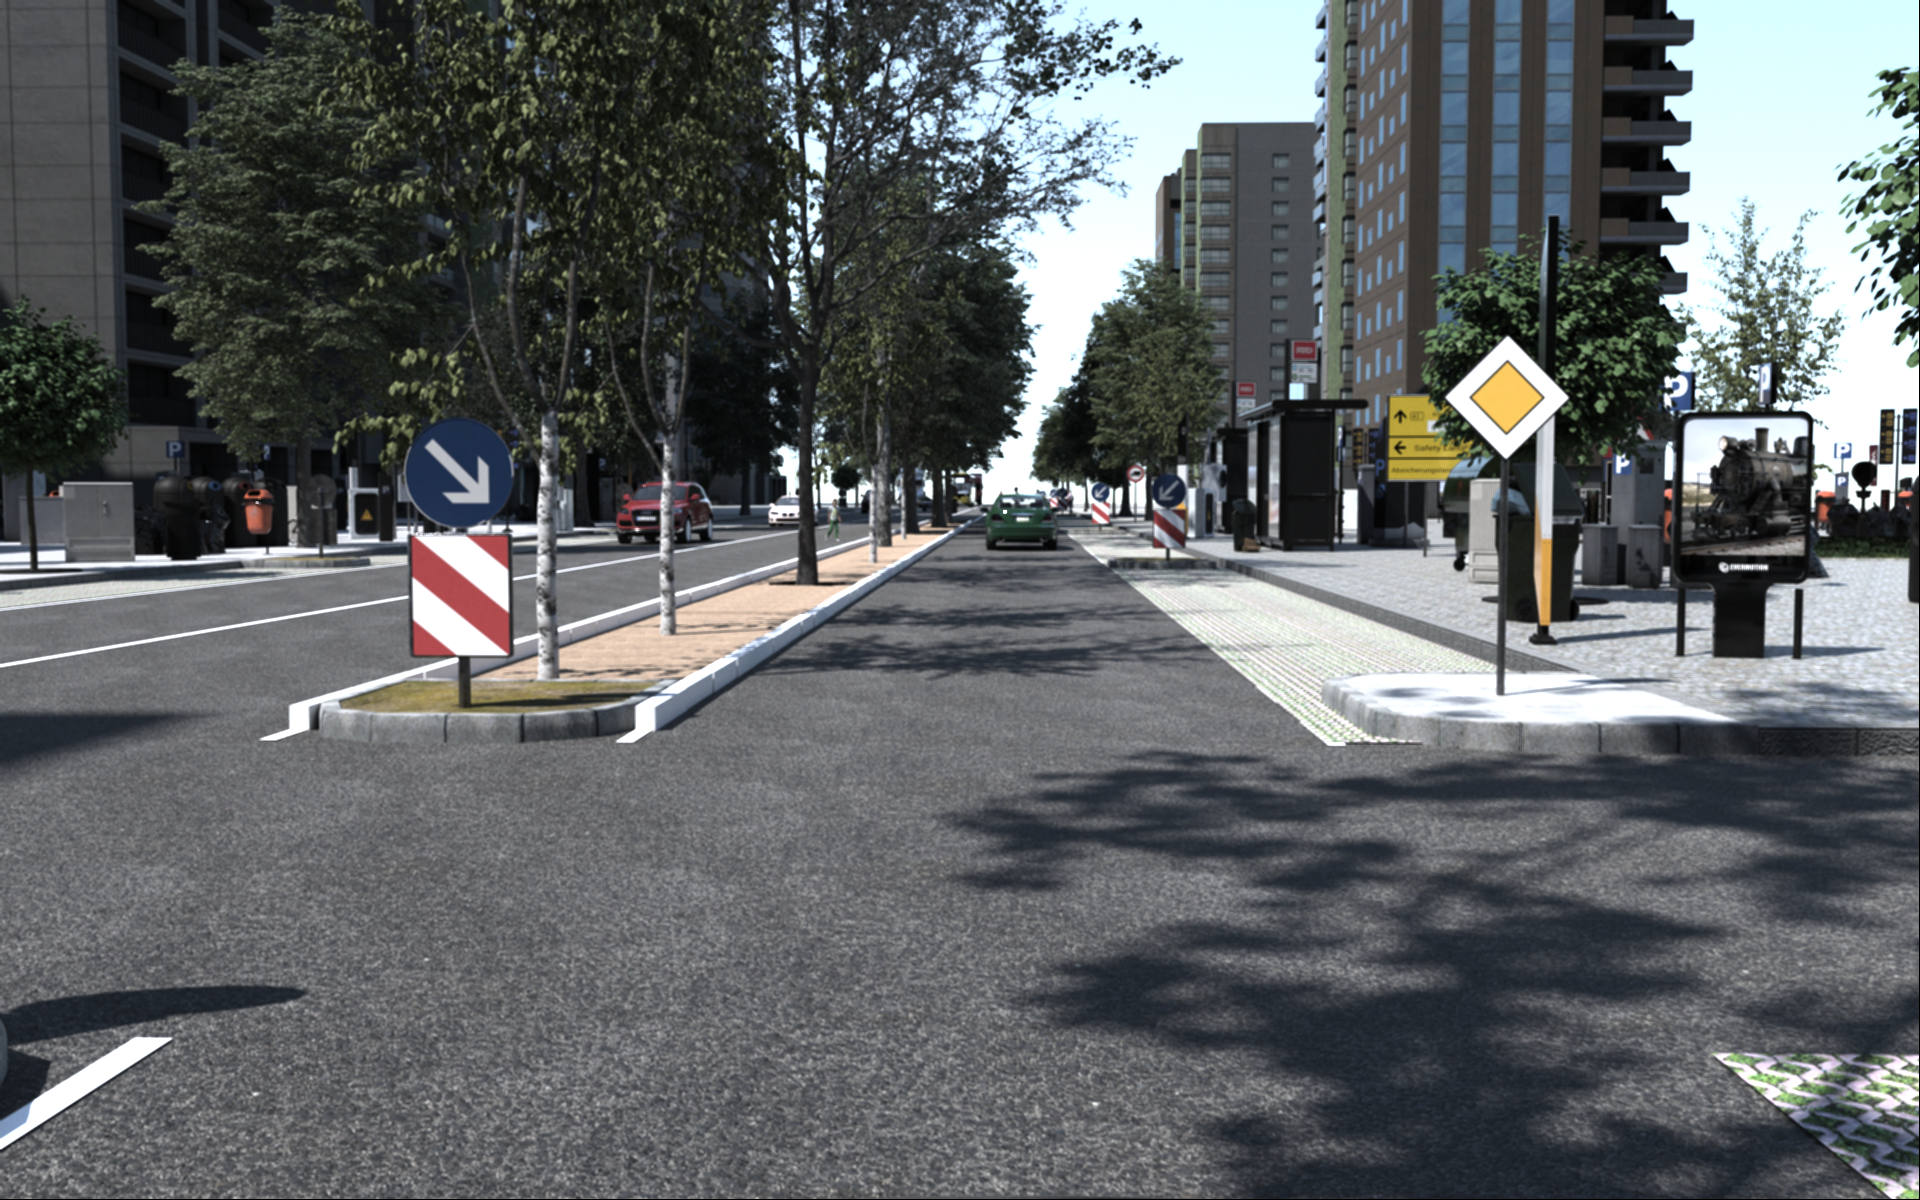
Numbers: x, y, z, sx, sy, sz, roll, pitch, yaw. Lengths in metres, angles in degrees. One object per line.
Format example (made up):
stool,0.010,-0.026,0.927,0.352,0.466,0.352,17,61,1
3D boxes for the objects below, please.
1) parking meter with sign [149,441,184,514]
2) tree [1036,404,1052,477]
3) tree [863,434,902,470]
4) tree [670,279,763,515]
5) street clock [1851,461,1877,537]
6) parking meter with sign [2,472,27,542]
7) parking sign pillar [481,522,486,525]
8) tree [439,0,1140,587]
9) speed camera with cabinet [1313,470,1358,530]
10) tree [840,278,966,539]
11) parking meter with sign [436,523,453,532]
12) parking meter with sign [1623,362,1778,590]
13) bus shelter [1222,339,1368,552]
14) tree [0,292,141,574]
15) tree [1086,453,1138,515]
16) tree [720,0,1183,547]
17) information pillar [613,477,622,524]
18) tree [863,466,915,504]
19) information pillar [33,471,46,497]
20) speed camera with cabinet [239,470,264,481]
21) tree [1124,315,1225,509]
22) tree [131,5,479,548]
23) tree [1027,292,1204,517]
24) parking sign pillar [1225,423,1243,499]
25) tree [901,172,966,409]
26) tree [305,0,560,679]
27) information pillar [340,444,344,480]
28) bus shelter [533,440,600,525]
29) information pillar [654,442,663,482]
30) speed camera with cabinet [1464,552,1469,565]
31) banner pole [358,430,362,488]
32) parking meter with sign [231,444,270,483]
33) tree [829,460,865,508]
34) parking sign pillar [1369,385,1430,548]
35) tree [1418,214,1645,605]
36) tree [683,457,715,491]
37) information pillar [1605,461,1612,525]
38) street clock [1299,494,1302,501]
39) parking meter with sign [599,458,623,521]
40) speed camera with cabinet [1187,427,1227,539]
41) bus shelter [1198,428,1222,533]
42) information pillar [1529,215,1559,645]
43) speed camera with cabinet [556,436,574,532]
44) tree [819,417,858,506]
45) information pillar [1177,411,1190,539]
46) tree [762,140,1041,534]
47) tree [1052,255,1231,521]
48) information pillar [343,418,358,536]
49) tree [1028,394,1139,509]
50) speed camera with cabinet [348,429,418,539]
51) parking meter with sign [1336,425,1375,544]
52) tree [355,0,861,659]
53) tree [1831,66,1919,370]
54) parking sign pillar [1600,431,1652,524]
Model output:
parking meter with sign,-25.793,-3.670,56.260,0.543,3.016,1.738,0,4,-2
tree,11.215,-16.068,180.841,7.486,12.596,7.792,0,3,0
tree,-9.227,-16.346,201.675,8.767,10.594,7.601,2,4,29
tree,-12.969,-12.077,104.109,9.857,13.997,8.962,0,3,0
street clock,19.964,-2.062,38.284,0.471,2.002,0.358,1,4,12
parking meter with sign,-25.136,-3.054,46.202,1.738,3.016,0.543,-2,4,-28
parking sign pillar,-20.794,-5.181,73.180,1.447,3.967,1.447,3,5,39
tree,-2.423,-6.977,26.903,12.009,13.543,11.850,0,3,0
speed camera with cabinet,13.597,-4.128,61.821,0.660,3.252,2.038,-3,5,-42
tree,-1.774,-6.212,54.386,4.360,8.622,3.978,0,3,0
parking meter with sign,-17.769,-3.868,59.507,0.543,3.016,1.738,0,4,-3
parking meter with sign,9.967,-1.655,23.318,1.738,3.016,0.543,1,4,9
bus shelter,8.124,-3.970,42.548,2.179,5.291,8.768,0,4,2
tree,-15.293,-2.735,28.438,4.285,4.588,4.351,0,3,0
tree,9.684,-7.632,108.502,4.285,4.588,4.351,0,3,0
tree,-0.868,-11.437,45.349,12.611,20.169,13.585,0,3,0
information pillar,-14.910,-4.340,75.456,0.304,2.012,0.304,-2,4,-34
tree,-9.061,-19.412,234.397,9.611,12.733,9.660,0,3,0
information pillar,-30.534,-4.033,57.294,0.183,3.616,0.504,3,5,41
speed camera with cabinet,-26.406,-4.379,65.931,0.660,3.252,2.038,2,4,26
tree,8.505,-7.386,71.123,4.737,8.622,4.395,0,3,0
tree,-15.299,-7.498,40.719,7.486,12.596,7.792,0,3,0
tree,9.569,-11.100,98.485,9.611,12.733,9.660,0,3,0
parking sign pillar,10.468,-4.756,66.229,1.447,3.967,1.447,1,4,22
tree,-1.826,-5.071,35.724,4.737,8.622,4.395,0,3,0
tree,-3.045,-3.660,12.663,4.737,8.622,4.395,0,3,0
information pillar,-26.002,-5.001,73.115,0.504,3.616,0.183,3,5,44
bus shelter,-17.002,-5.171,75.828,1.731,3.624,6.357,0,4,2
information pillar,-13.553,-5.290,77.846,0.504,3.616,0.183,3,4,36
speed camera with cabinet,9.805,-2.291,31.788,0.660,3.252,2.038,2,4,30
banner pole,-23.691,-4.771,68.030,0.863,3.779,0.401,3,4,36
parking meter with sign,-25.250,-3.961,61.016,1.738,3.016,0.543,0,4,2
tree,-10.758,-11.034,164.125,4.285,4.588,4.351,0,3,0
parking sign pillar,10.702,-3.278,42.070,1.447,3.967,1.447,-2,4,-28
tree,6.919,-2.247,20.453,4.285,4.588,4.351,0,3,0
tree,-13.818,-5.923,91.445,1.663,3.219,1.824,0,3,0
information pillar,14.682,-2.098,38.793,0.304,2.012,0.304,-1,4,-12
street clock,10.399,-2.960,52.963,0.471,2.002,0.358,-1,4,-18
parking meter with sign,-16.741,-5.221,81.624,0.543,3.016,1.738,3,5,44
speed camera with cabinet,7.219,-3.446,50.672,0.660,3.252,2.038,2,4,27
bus shelter,9.373,-4.992,59.256,2.179,5.291,8.768,0,4,2
information pillar,5.024,-1.437,14.856,0.183,3.616,0.504,1,4,11
speed camera with cabinet,-13.764,-3.977,59.353,0.660,3.252,2.038,0,4,0
tree,-11.129,-16.042,180.405,7.486,12.596,7.792,0,3,0
information pillar,6.323,-3.531,49.079,0.183,3.616,0.504,-2,4,-23
tree,-1.766,-9.332,61.686,9.857,13.997,8.962,0,3,0
tree,9.407,-10.073,82.813,7.486,12.596,7.792,0,3,0
information pillar,-18.766,-3.806,53.576,0.183,3.616,0.504,0,4,3
tree,10.961,-13.176,149.841,8.767,10.594,7.601,-1,4,-18
speed camera with cabinet,-16.625,-3.413,50.143,2.038,3.252,0.660,-2,4,-23
parking meter with sign,10.558,-2.935,44.253,1.738,3.016,0.543,0,4,-1
tree,-2.984,-3.955,17.491,4.737,8.622,4.395,0,3,0
tree,6.675,-1.584,9.607,4.285,4.588,4.351,0,3,0
parking sign pillar,19.417,-3.793,50.486,1.447,3.967,1.447,3,4,38
